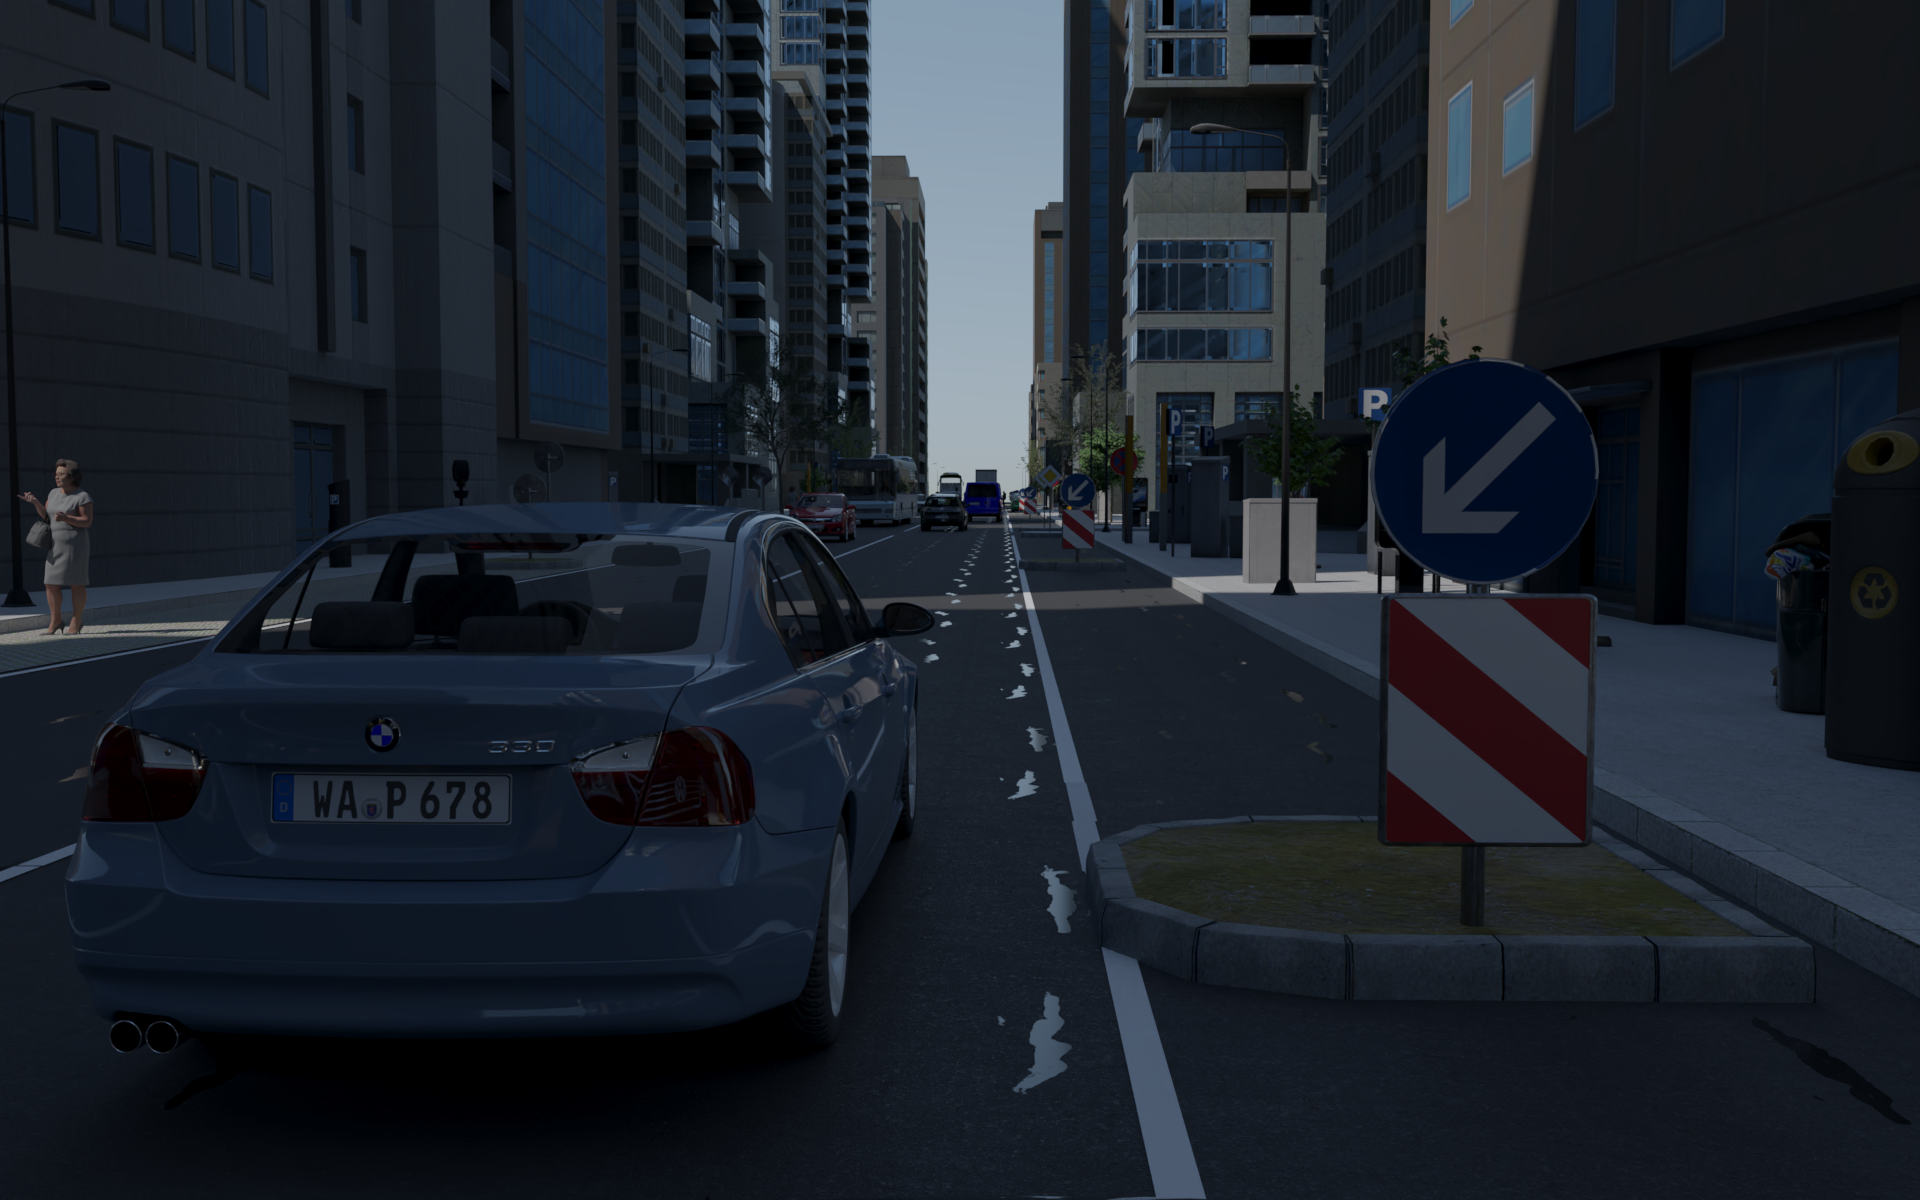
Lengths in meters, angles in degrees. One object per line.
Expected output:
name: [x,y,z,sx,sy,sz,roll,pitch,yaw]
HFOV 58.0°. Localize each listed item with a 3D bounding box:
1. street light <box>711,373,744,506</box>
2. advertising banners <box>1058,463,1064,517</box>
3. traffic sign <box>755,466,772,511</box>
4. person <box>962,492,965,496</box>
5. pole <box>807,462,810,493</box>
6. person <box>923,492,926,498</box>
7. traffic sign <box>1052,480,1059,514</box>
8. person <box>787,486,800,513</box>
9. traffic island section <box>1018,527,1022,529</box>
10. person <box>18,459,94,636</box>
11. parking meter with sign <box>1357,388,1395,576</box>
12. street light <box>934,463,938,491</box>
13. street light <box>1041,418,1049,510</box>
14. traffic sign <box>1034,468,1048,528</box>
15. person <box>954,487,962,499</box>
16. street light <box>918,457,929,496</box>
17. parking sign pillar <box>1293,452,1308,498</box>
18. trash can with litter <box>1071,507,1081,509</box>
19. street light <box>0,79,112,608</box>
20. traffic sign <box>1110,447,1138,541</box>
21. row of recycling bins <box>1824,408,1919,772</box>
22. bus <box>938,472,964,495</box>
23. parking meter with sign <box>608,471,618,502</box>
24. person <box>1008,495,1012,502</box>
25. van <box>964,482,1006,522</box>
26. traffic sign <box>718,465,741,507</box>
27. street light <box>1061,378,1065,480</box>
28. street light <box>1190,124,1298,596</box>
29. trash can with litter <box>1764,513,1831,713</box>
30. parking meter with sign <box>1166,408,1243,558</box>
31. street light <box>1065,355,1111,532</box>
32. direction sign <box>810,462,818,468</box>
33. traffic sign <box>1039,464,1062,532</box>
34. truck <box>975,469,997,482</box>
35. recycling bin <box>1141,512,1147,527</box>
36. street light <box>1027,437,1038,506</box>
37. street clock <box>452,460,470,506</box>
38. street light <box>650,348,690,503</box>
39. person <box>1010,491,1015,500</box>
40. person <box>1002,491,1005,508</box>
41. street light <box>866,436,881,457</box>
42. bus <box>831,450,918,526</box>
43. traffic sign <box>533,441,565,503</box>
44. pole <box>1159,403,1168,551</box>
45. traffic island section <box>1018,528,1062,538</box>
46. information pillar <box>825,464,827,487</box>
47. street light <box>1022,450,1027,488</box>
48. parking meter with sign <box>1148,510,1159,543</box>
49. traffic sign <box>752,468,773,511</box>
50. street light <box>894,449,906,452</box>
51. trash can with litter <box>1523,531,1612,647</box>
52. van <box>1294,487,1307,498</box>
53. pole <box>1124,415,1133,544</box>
street light: [-8.951,-5.735,66.311,1.470,5.913,1.316,0,4,1]
advertising banners: [5.676,-6.170,97.072,0.090,3.025,2.074,1,4,11]
traffic sign: [-8.964,-4.832,79.112,0.768,2.556,0.104,0,4,3]
person: [0.770,-17.257,290.666,1.348,1.822,0.705,1,4,22]
pole: [-9.760,-7.214,111.792,0.158,3.312,0.155,0,3,0]
person: [-4.313,-11.830,202.713,0.721,1.735,1.217,-3,4,-36]
traffic sign: [6.078,-6.930,113.404,0.768,2.556,0.104,0,4,3]
person: [-6.977,-3.951,73.460,0.716,1.782,0.532,0,4,5]
traffic island section: [3.245,-2.689,66.254,2.009,0.180,2.903,0,4,1]
person: [-9.115,-0.524,17.426,0.716,1.782,0.532,1,4,14]
parking meter with sign: [6.776,-1.922,27.684,0.543,3.016,1.738,0,4,2]
street light: [-4.202,-17.696,261.864,1.470,5.913,1.316,0,4,1]
street light: [5.725,-8.117,105.247,1.470,5.913,1.316,0,4,1]
traffic sign: [3.221,-3.825,66.177,0.795,2.450,0.064,0,4,1]
person: [-0.128,-5.318,95.626,0.511,1.800,0.466,0,4,6]
street light: [-5.193,-15.503,226.015,1.470,5.913,1.316,0,4,1]
parking sign pillar: [13.161,-4.727,65.764,1.447,3.967,1.447,-1,4,-19]
trash can with litter: [5.806,-4.783,89.593,0.624,1.170,1.055,-3,4,-36]
street light: [-10.194,-2.875,19.549,1.470,5.913,1.316,0,4,1]
traffic sign: [4.445,-2.871,47.053,0.768,2.556,0.104,0,4,4]
row of recycling bins: [4.581,0.009,6.966,1.069,1.692,3.534,0,4,5]
bus: [-1.053,-12.572,197.096,2.896,3.916,12.252,0,4,0]
parking meter with sign: [-11.923,-3.807,58.503,1.738,3.016,0.543,3,5,43]
person: [8.108,-15.938,269.109,1.348,1.821,0.705,-1,4,-15]
van: [1.239,-5.213,89.624,2.240,2.365,5.245,0,4,3]
traffic sign: [-7.764,-3.354,58.477,0.795,2.450,0.064,0,4,1]
street light: [4.717,-5.921,69.357,1.470,5.913,1.316,0,4,1]
street light: [3.589,-3.018,21.889,1.470,5.913,1.316,0,4,1]
trash can with litter: [5.091,0.059,10.428,0.624,1.170,1.055,1,4,15]
parking meter with sign: [5.049,-2.367,34.969,1.738,3.016,0.543,2,4,34]
street light: [4.365,-5.223,57.932,1.470,5.913,1.316,0,4,1]
direction sign: [-10.418,-8.013,123.004,0.876,3.537,0.379,3,4,39]
traffic sign: [3.027,-3.337,58.195,0.795,2.450,0.064,0,4,1]
truck: [3.072,-12.984,201.205,2.839,4.237,11.283,0,4,1]
recycling bin: [6.950,-3.423,68.520,0.722,1.027,0.722,2,4,29]
street light: [6.566,-10.587,145.642,1.470,5.913,1.316,0,4,1]
street clock: [-10.573,-1.967,36.725,0.358,2.002,0.471,-2,4,-34]
street light: [-9.286,-5.057,55.223,1.470,5.913,1.316,0,4,1]
person: [4.550,-8.270,144.648,0.436,1.711,0.756,-3,5,-44]
person: [4.279,-10.001,172.699,0.721,1.739,1.217,2,4,27]
street light: [-7.172,-10.416,142.848,1.470,5.913,1.316,0,4,1]
bus: [-3.742,-5.211,80.064,2.948,3.499,13.247,0,4,3]
traffic sign: [-9.875,-2.538,41.609,0.768,2.556,0.104,0,4,5]
pole: [4.584,-2.764,39.036,0.158,3.312,0.155,0,3,0]
traffic island section: [3.051,-2.201,58.271,2.009,0.180,2.903,0,4,1]
information pillar: [-10.361,-8.731,134.098,0.183,3.616,0.504,-1,4,-8]
street light: [7.525,-12.769,181.315,1.470,5.913,1.316,0,4,1]
parking meter with sign: [5.705,-2.979,44.967,1.738,3.016,0.543,3,5,40]
traffic sign: [-7.569,-3.842,66.460,0.795,2.450,0.064,0,4,1]
street light: [-6.292,-12.634,179.100,1.470,5.913,1.316,0,4,1]
trash can with litter: [4.602,-0.219,14.638,2.233,1.210,1.678,-1,4,-17]
van: [14.147,-3.410,62.768,4.112,2.044,2.013,0,4,1]
pole: [4.374,-3.121,44.870,0.158,3.312,0.155,0,3,0]
